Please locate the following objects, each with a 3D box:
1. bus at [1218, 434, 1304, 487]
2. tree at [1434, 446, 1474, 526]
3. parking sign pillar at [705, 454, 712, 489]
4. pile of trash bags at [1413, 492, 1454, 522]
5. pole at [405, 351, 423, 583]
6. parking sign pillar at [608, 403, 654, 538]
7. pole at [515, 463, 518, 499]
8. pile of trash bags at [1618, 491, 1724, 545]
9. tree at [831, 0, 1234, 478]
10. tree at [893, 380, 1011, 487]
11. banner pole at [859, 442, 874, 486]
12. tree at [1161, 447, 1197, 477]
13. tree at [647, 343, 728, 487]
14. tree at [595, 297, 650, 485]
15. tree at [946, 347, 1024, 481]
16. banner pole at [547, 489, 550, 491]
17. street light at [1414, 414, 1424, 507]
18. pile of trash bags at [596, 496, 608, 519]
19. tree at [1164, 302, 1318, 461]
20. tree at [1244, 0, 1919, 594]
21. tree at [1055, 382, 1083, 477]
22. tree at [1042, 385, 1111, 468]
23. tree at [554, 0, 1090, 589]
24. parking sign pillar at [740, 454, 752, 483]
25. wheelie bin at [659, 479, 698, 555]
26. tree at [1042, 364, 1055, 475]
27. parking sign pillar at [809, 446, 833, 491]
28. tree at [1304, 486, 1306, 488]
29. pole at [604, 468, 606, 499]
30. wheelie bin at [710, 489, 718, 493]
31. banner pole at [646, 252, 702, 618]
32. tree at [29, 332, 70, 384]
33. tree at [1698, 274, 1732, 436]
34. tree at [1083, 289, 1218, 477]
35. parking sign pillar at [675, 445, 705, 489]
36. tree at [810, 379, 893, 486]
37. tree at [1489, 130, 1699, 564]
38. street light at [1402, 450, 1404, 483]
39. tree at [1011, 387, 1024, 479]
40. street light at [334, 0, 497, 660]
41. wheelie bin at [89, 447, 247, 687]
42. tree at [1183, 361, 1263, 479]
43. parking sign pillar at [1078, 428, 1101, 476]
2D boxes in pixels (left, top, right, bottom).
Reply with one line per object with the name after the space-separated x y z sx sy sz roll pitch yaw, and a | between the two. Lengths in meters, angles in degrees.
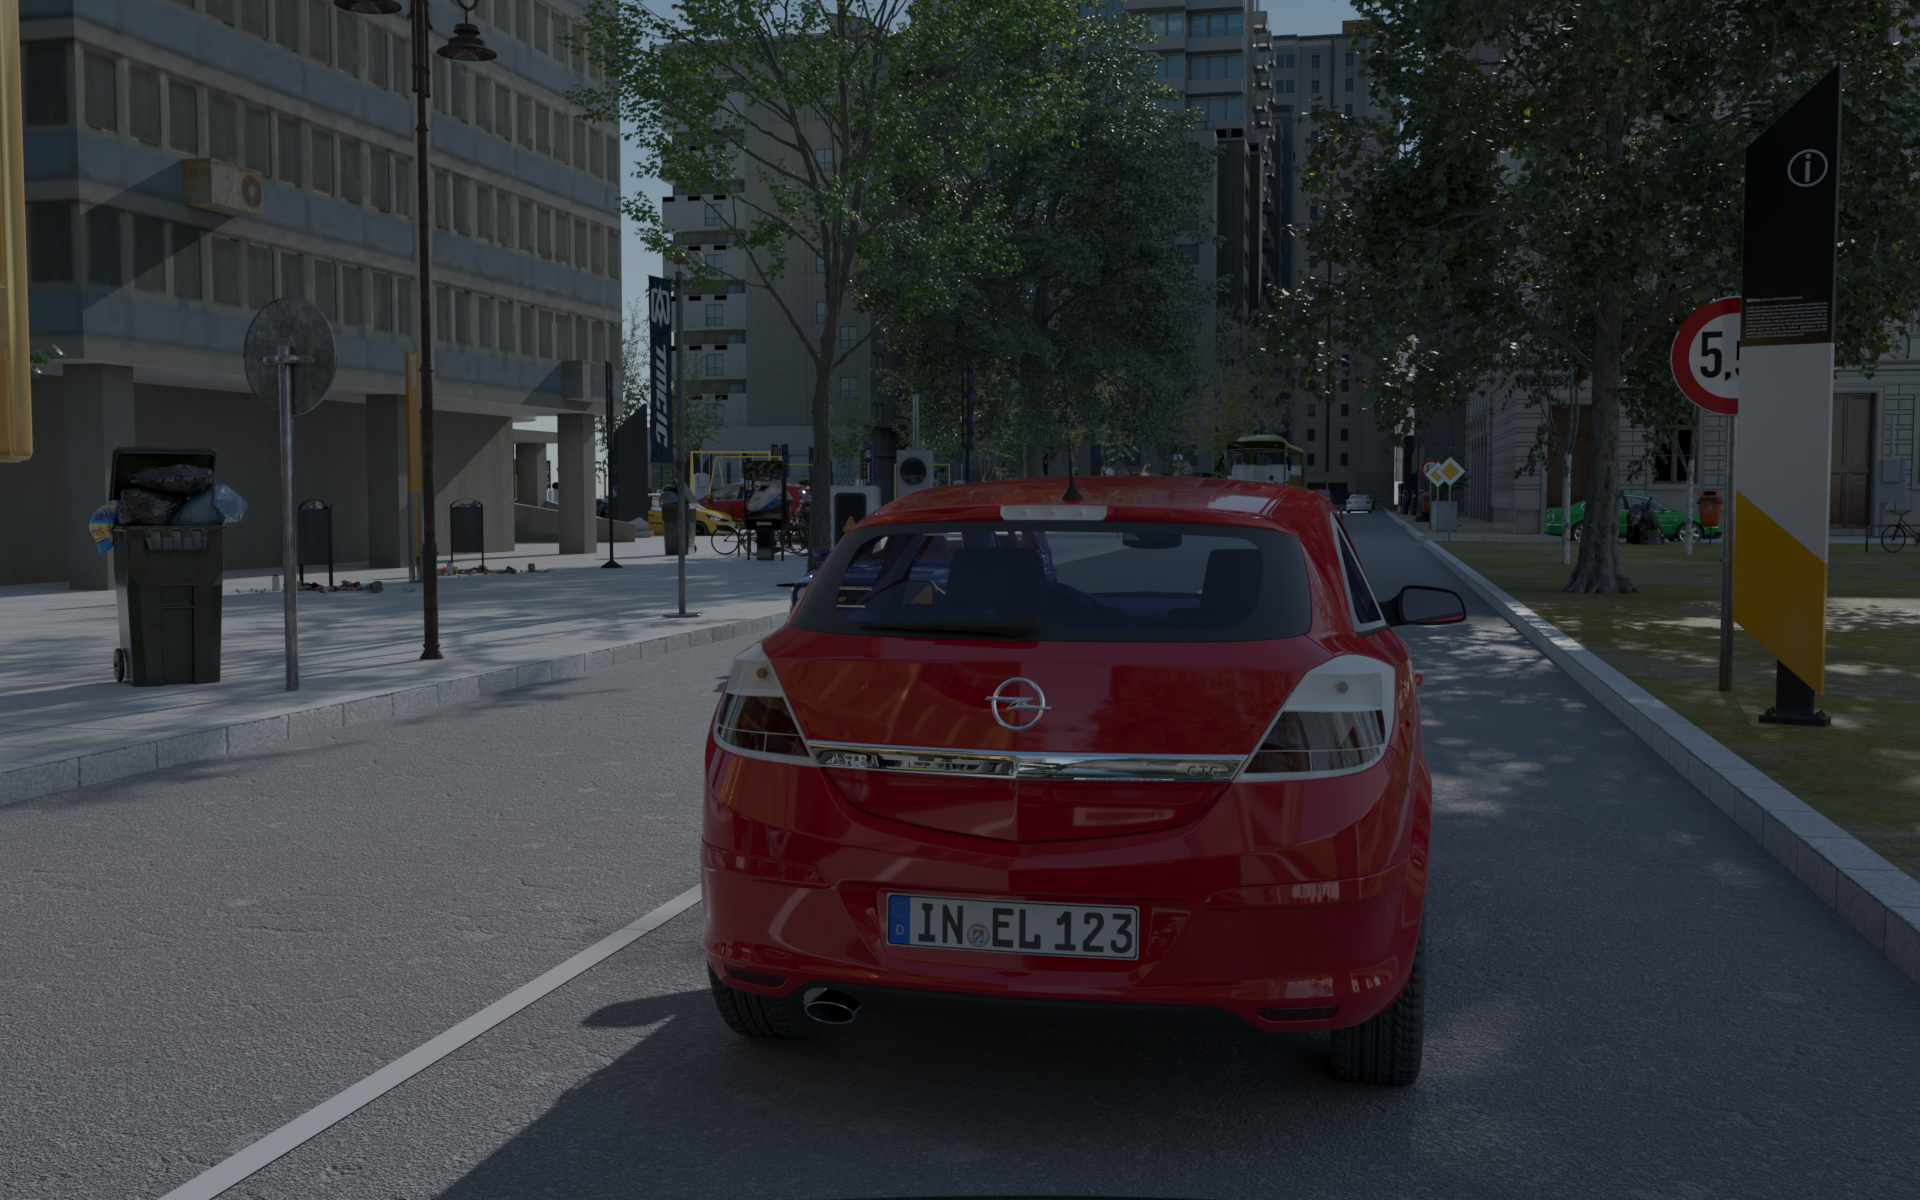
13.234 -5.094 74.835 2.896 3.916 12.252 1 4 15 | bus
19.671 -4.563 69.201 1.663 3.219 1.824 0 3 0 | tree
-16.967 -7.760 115.350 1.447 3.967 1.447 1 4 19 | parking sign pillar
21.703 -4.264 79.475 1.912 1.369 3.447 2 4 24 | pile of trash bags
-7.841 -1.897 24.867 0.158 3.312 0.155 0 3 0 | pole
-9.775 -3.823 50.986 1.447 3.967 1.447 2 4 31 | parking sign pillar
-25.663 -6.510 100.276 0.158 3.312 0.155 0 3 0 | pole
17.714 -2.121 44.433 3.447 1.369 1.912 2 4 28 | pile of trash bags
1.659 -8.203 40.780 9.857 13.997 8.962 0 3 0 | tree
-0.477 -9.102 99.175 4.737 8.622 4.395 0 3 0 | tree
-4.281 -5.663 82.614 0.401 3.779 0.863 2 4 29 | banner pole
8.978 -4.686 71.225 1.663 3.219 1.824 0 3 0 | tree
-13.667 -8.257 85.363 4.737 8.622 4.395 0 3 0 | tree
-12.820 -6.966 64.256 4.360 8.622 3.978 0 3 0 | tree
1.120 -7.934 80.079 4.360 8.622 3.978 0 3 0 | tree
-33.061 -9.093 138.691 0.863 3.779 0.401 0 4 5 | banner pole
23.470 -7.091 88.725 0.468 5.910 1.993 1 4 13 | street light
-17.652 -4.664 86.013 3.447 1.369 1.912 -2 4 -26 | pile of trash bags
17.510 -12.264 110.890 12.009 13.543 11.850 0 3 0 | tree
8.524 -6.445 22.382 9.611 12.733 9.660 0 3 0 | tree
7.245 -7.980 80.836 4.360 8.622 3.978 0 3 0 | tree
7.662 -9.544 106.404 4.737 8.622 4.395 0 3 0 | tree
-1.797 -5.978 23.497 9.928 11.665 9.643 0 3 0 | tree
-14.379 -7.873 117.195 1.447 3.967 1.447 -3 5 -39 | parking sign pillar
-5.956 -1.755 36.604 0.693 1.594 0.980 1 4 10 | wheelie bin
5.549 -8.629 91.454 4.360 8.622 3.978 0 3 0 | tree
-7.744 -6.603 96.438 1.447 3.967 1.447 -1 4 -15 | parking sign pillar
40.075 -12.882 205.226 1.663 3.219 1.824 0 3 0 | tree
-27.585 -8.607 134.573 0.158 3.312 0.155 0 3 0 | pole
-14.260 -5.683 100.818 0.980 1.594 0.693 0 4 8 | wheelie bin
-2.986 -1.700 17.809 0.401 3.779 0.863 1 4 20 | banner pole
-6.406 -0.944 10.032 1.663 3.219 1.824 0 3 0 | tree
15.440 -5.300 37.015 4.360 8.622 3.978 0 3 0 | tree
6.916 -6.813 61.760 4.360 8.622 3.978 0 3 0 | tree
-14.536 -6.358 92.422 1.447 3.967 1.447 -1 4 -13 | parking sign pillar
-7.173 -9.801 110.600 4.737 8.622 4.395 0 3 0 | tree
10.889 -4.970 31.625 4.360 8.622 3.978 0 3 0 | tree
32.185 -9.364 125.887 0.468 5.910 1.993 1 4 13 | street light
3.188 -9.777 110.208 4.737 8.622 4.395 0 3 0 | tree
-4.116 -2.479 13.318 0.468 5.910 1.993 1 4 13 | street light
-5.355 -0.238 11.792 0.980 1.594 0.693 -2 4 -34 | wheelie bin
14.523 -8.854 95.128 4.737 8.622 4.395 0 3 0 | tree
5.033 -4.830 67.448 1.447 3.967 1.447 -1 4 -18 | parking sign pillar
